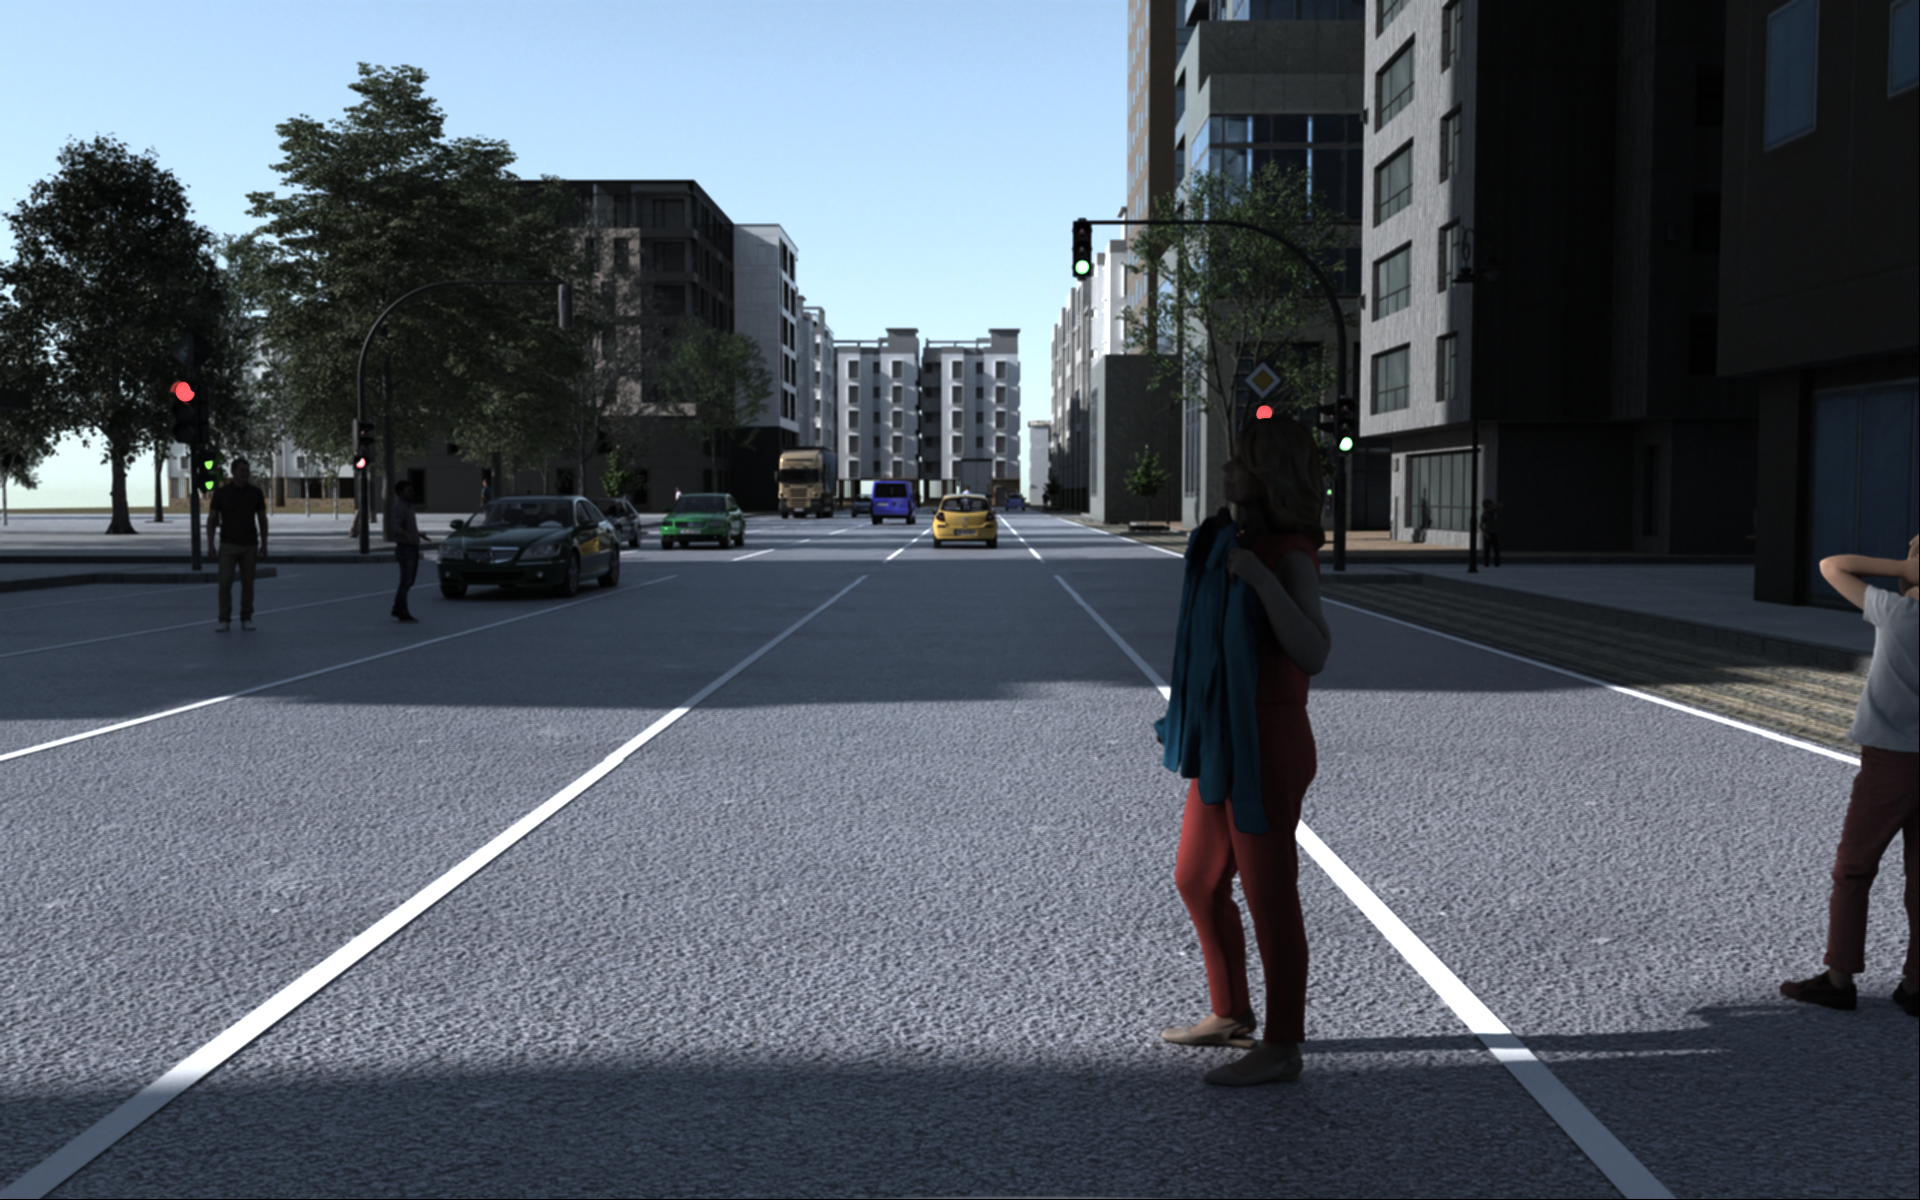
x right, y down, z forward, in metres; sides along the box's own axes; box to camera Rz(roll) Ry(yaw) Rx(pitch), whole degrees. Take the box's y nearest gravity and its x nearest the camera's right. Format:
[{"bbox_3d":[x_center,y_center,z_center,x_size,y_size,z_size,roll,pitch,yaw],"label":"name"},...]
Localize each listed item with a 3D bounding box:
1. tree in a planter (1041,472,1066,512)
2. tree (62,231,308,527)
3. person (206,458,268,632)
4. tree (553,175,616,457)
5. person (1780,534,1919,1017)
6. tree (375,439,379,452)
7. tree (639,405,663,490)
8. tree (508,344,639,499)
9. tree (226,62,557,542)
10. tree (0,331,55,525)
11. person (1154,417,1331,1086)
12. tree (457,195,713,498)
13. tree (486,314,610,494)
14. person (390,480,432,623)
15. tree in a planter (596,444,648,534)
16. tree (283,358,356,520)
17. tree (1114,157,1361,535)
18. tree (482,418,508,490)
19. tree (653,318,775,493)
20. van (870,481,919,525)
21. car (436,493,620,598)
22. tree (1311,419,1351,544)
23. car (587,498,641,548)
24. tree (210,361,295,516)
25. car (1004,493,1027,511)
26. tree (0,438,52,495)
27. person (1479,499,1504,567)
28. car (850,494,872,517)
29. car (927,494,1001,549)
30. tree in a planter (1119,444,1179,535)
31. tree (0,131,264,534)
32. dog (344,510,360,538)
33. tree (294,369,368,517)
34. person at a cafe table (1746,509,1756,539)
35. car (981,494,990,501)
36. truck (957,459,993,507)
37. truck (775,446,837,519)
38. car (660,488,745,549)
[{"bbox_3d":[7.511,-8.689,139.287,1.991,3.239,1.994,0,4,1],"label":"tree in a planter"},{"bbox_3d":[-29.184,-8.693,67.885,9.928,11.665,9.643,0,3,0],"label":"tree"},{"bbox_3d":[-7.603,-0.587,18.228,0.598,1.807,0.434,-1,4,-20],"label":"person"},{"bbox_3d":[-15.056,-8.425,55.871,7.486,12.596,7.792,0,3,0],"label":"tree"},{"bbox_3d":[2.587,0.464,4.821,0.435,1.345,0.340,-1,4,-11],"label":"person"},{"bbox_3d":[-37.431,-9.621,107.668,4.360,8.622,3.978,0,3,0],"label":"tree"},{"bbox_3d":[-21.186,-9.754,109.842,4.360,8.622,3.978,0,3,0],"label":"tree"},{"bbox_3d":[-18.029,-7.987,80.951,4.360,8.622,3.978,0,3,0],"label":"tree"},{"bbox_3d":[-15.156,-7.809,45.798,7.486,12.596,7.792,0,3,0],"label":"tree"},{"bbox_3d":[-38.868,-7.361,70.723,4.360,8.622,3.978,0,3,0],"label":"tree"},{"bbox_3d":[0.674,0.367,4.211,0.444,1.614,0.593,1,4,12],"label":"person"},{"bbox_3d":[-15.307,-9.797,70.554,12.009,13.543,11.850,0,3,0],"label":"tree"},{"bbox_3d":[-24.066,-10.653,99.924,9.928,11.665,9.643,0,3,0],"label":"tree"},{"bbox_3d":[-6.190,-0.548,19.415,0.435,1.587,0.963,-1,4,-11],"label":"person"},{"bbox_3d":[-12.227,-3.946,61.735,1.991,3.239,1.994,0,4,1],"label":"tree in a planter"},{"bbox_3d":[-31.579,-8.339,86.712,4.737,8.622,4.395,0,3,0],"label":"tree"},{"bbox_3d":[8.729,-7.889,54.743,9.928,11.665,9.643,0,3,0],"label":"tree"},{"bbox_3d":[-27.909,-9.626,107.753,4.360,8.622,3.978,0,3,0],"label":"tree"},{"bbox_3d":[-14.537,-10.809,102.486,9.928,11.665,9.643,0,3,0],"label":"tree"},{"bbox_3d":[-3.151,-4.796,82.800,2.240,2.365,5.245,0,4,1],"label":"van"},{"bbox_3d":[-6.248,-0.837,25.484,2.131,1.459,4.920,0,4,0],"label":"car"},{"bbox_3d":[9.180,-3.099,45.274,1.663,3.219,1.824,0,3,0],"label":"tree"},{"bbox_3d":[-9.526,-2.009,45.423,1.945,1.354,3.894,0,4,1],"label":"car"},{"bbox_3d":[-37.763,-8.562,90.346,4.360,8.622,3.978,0,3,0],"label":"tree"},{"bbox_3d":[4.729,-8.478,148.206,1.945,1.707,3.694,0,4,2],"label":"car"},{"bbox_3d":[-57.859,-7.858,91.386,20.602,7.101,11.467,-1,4,-9],"label":"tree"},{"bbox_3d":[9.820,-1.192,31.899,0.435,1.345,0.340,-2,4,-35],"label":"person"},{"bbox_3d":[-5.953,-5.988,109.912,2.014,1.417,4.499,0,4,-1],"label":"car"},{"bbox_3d":[0.114,-2.243,46.903,2.015,1.641,3.980,0,4,-1],"label":"car"},{"bbox_3d":[6.680,-3.934,61.547,1.991,3.239,1.994,0,4,1],"label":"tree in a planter"},{"bbox_3d":[-26.967,-8.445,55.085,9.611,12.733,9.660,0,3,0],"label":"tree"},{"bbox_3d":[-17.879,-2.234,50.903,0.513,0.831,0.800,3,5,44],"label":"dog"},{"bbox_3d":[-36.312,-8.948,96.658,4.360,8.622,3.978,0,3,0],"label":"tree"},{"bbox_3d":[11.492,-0.771,23.474,1.698,1.238,1.726,-1,4,-11],"label":"person at a cafe table"},{"bbox_3d":[1.172,-7.121,126.206,2.009,1.686,4.222,0,4,2],"label":"car"},{"bbox_3d":[1.230,-9.368,142.080,2.839,4.237,11.283,0,4,-1],"label":"truck"},{"bbox_3d":[-9.089,-7.022,103.722,2.839,4.237,11.283,0,4,1],"label":"truck"},{"bbox_3d":[-6.857,-2.300,46.398,1.959,1.807,4.718,0,4,0],"label":"car"}]
